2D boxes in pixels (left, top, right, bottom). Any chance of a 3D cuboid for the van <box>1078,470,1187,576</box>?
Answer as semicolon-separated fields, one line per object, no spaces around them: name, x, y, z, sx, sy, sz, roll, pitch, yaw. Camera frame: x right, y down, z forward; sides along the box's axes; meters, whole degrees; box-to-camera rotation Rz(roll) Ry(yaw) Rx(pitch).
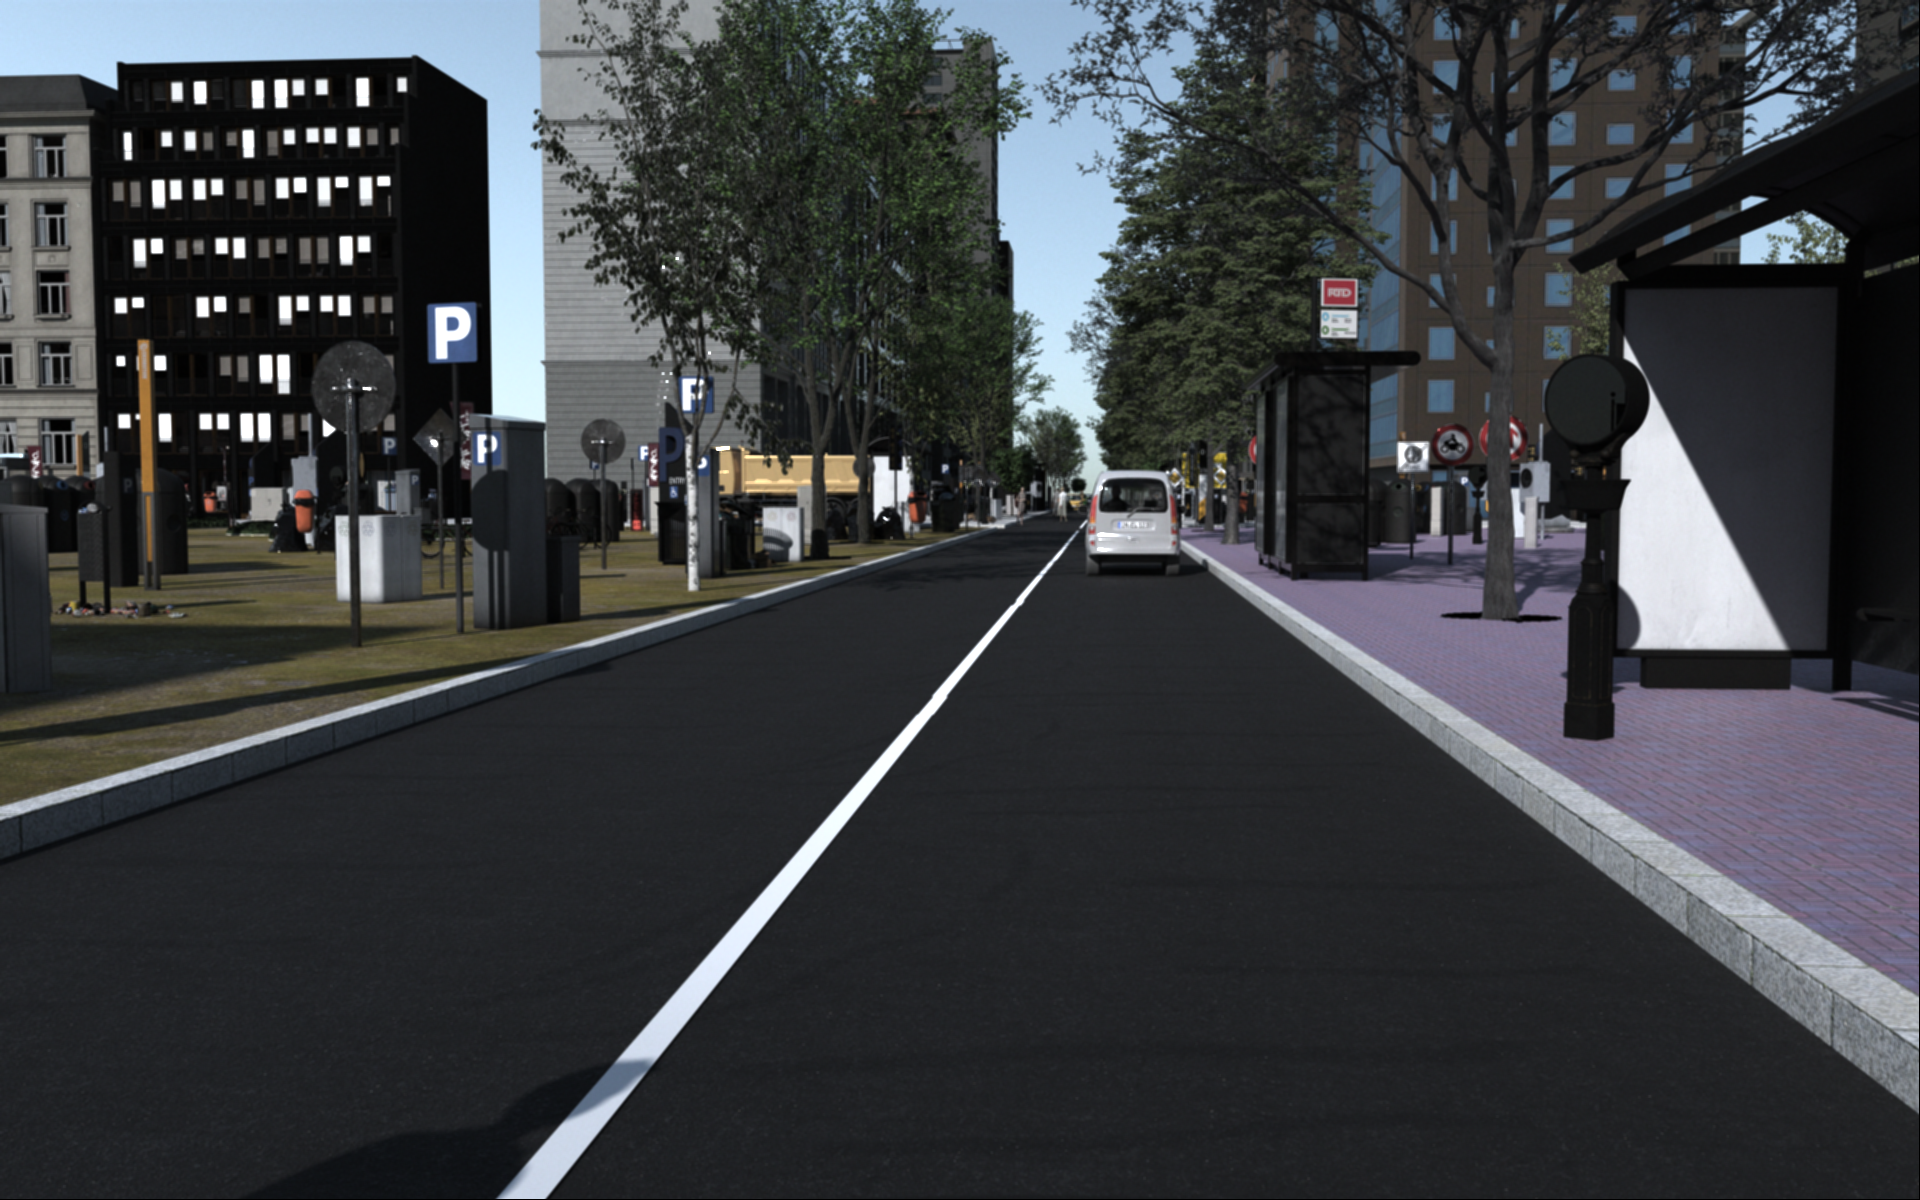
van;3.157;-1.511;31.717;2.013;2.044;4.112;0;4;5

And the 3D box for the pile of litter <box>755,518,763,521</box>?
pile of litter;-9.290;-4.323;84.650;1.719;0.858;1.176;-1;4;-18

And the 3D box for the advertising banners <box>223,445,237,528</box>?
advertising banners;-26.340;-4.054;62.472;0.090;3.025;2.074;-1;4;-12

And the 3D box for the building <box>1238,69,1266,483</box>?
building;40.022;-31.828;175.016;22.147;44.769;28.867;0;4;5

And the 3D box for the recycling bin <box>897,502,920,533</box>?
recycling bin;-1.727;-2.763;57.732;0.722;1.027;0.722;-1;4;-9

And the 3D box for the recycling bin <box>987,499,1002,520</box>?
recycling bin;1.628;-4.542;86.813;0.722;1.027;0.722;2;4;30

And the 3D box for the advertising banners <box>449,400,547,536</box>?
advertising banners;-8.835;-2.263;33.195;0.090;3.025;2.074;3;5;43

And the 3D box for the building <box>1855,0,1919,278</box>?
building;58.781;-28.460;89.015;21.600;48.544;21.300;0;4;5

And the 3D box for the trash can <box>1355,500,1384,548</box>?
trash can;9.725;-1.813;41.298;0.748;1.137;0.748;0;3;0

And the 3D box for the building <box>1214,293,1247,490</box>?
building;43.365;-29.137;248.093;14.160;30.474;14.107;0;4;5

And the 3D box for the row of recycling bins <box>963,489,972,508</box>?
row of recycling bins;0.521;-8.345;143.553;1.069;1.692;3.534;0;4;2

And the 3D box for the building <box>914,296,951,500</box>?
building;-15.907;-19.623;165.880;27.650;21.520;28.899;0;4;5

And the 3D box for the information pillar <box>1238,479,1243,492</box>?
information pillar;13.494;-4.858;83.918;0.304;2.012;0.304;-1;4;-13

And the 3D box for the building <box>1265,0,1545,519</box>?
building;26.387;-27.910;106.446;14.600;45.320;14.200;0;4;5

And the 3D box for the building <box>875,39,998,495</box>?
building;-2.237;-51.358;277.954;20.563;71.187;20.611;0;4;5

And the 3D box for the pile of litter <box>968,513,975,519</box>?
pile of litter;0.825;-4.616;89.439;1.719;0.858;1.176;-2;4;-27

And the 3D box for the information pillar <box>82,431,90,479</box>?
information pillar;-32.324;-4.438;63.923;0.183;3.616;0.504;2;4;29

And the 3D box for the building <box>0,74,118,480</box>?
building;-58.024;-16.154;97.397;30.059;22.955;16.112;0;4;5

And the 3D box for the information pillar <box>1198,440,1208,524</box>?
information pillar;10.333;-5.007;73.218;0.504;3.616;0.183;1;4;14

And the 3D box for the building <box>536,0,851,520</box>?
building;-13.989;-19.749;100.383;11.434;29.767;29.804;0;4;5

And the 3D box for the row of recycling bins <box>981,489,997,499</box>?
row of recycling bins;2.270;-7.546;130.491;1.069;1.692;3.534;-1;4;-18

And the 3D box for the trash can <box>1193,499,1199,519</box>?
trash can;14.017;-5.459;100.908;0.748;1.137;0.748;0;3;0

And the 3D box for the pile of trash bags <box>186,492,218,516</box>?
pile of trash bags;-35.118;-4.181;78.119;3.447;1.369;1.912;0;4;5

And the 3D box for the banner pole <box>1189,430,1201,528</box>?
banner pole;8.873;-4.630;65.719;0.401;3.779;0.863;-1;4;-17

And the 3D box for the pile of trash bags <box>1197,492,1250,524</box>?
pile of trash bags;11.871;-4.098;76.756;1.912;1.369;3.447;-1;4;-18

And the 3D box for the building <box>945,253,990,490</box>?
building;-11.215;-34.562;256.970;32.217;40.220;23.993;0;4;5

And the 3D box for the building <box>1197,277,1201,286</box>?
building;45.913;-38.768;283.967;14.600;45.320;14.200;0;4;5

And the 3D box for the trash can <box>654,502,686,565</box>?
trash can;-5.173;-1.210;31.436;0.748;1.137;0.748;0;3;0

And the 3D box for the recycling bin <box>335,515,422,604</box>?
recycling bin;-6.929;-0.496;20.661;0.722;1.027;0.722;2;4;25

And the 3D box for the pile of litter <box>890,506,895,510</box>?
pile of litter;-2.545;-2.825;60.160;1.176;0.858;1.719;-2;4;-28

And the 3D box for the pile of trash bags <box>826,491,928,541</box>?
pile of trash bags;-2.268;-2.388;48.793;3.447;1.369;1.912;-3;5;-43

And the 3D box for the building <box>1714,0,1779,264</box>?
building;41.731;-27.010;133.489;32.217;40.220;23.993;0;4;5

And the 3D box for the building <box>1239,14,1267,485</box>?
building;42.036;-46.518;198.821;20.563;71.187;20.611;0;4;5

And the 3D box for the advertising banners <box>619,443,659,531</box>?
advertising banners;-11.175;-3.884;59.688;2.074;3.025;0.090;1;4;23

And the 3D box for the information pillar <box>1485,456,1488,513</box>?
information pillar;23.144;-5.142;75.422;0.504;3.616;0.183;-1;4;-17

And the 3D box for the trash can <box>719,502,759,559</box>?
trash can;-4.017;-1.205;31.356;0.748;1.137;0.748;0;3;0

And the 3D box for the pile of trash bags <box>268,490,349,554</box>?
pile of trash bags;-14.443;-1.759;38.518;1.912;1.369;3.447;-1;4;-17

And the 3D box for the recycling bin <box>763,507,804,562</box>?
recycling bin;-3.353;-1.247;32.942;0.722;1.027;0.722;0;4;0

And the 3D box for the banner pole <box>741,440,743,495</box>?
banner pole;-10.092;-5.516;80.205;0.401;3.779;0.863;0;4;-4

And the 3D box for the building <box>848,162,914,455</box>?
building;-14.959;-20.066;132.601;19.350;26.468;34.151;0;4;5

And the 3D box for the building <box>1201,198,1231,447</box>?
building;48.141;-39.269;265.746;21.300;48.544;21.600;0;4;5

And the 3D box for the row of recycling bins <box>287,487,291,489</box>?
row of recycling bins;-31.314;-4.768;85.067;3.534;1.692;1.069;-3;4;-37

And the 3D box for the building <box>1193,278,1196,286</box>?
building;46.939;-37.594;298.262;14.154;41.232;14.086;0;4;5

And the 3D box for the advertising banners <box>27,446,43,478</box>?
advertising banners;-32.573;-4.057;62.513;2.074;3.025;0.090;0;4;-3

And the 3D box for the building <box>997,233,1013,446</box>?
building;1.816;-39.551;296.761;14.600;45.320;14.200;0;4;5

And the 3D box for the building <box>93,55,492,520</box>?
building;-34.960;-16.077;92.540;15.834;23.373;12.332;0;4;5

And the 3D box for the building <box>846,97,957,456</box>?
building;-12.001;-32.975;193.771;22.147;44.769;28.867;0;4;5

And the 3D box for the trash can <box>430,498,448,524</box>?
trash can;-20.025;-3.357;66.544;0.748;1.137;0.748;0;3;0

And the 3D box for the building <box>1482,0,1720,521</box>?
building;28.937;-26.795;88.211;14.200;45.320;14.600;0;4;5

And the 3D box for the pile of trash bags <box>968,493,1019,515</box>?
pile of trash bags;2.173;-5.861;105.587;3.447;1.369;1.912;0;4;5
